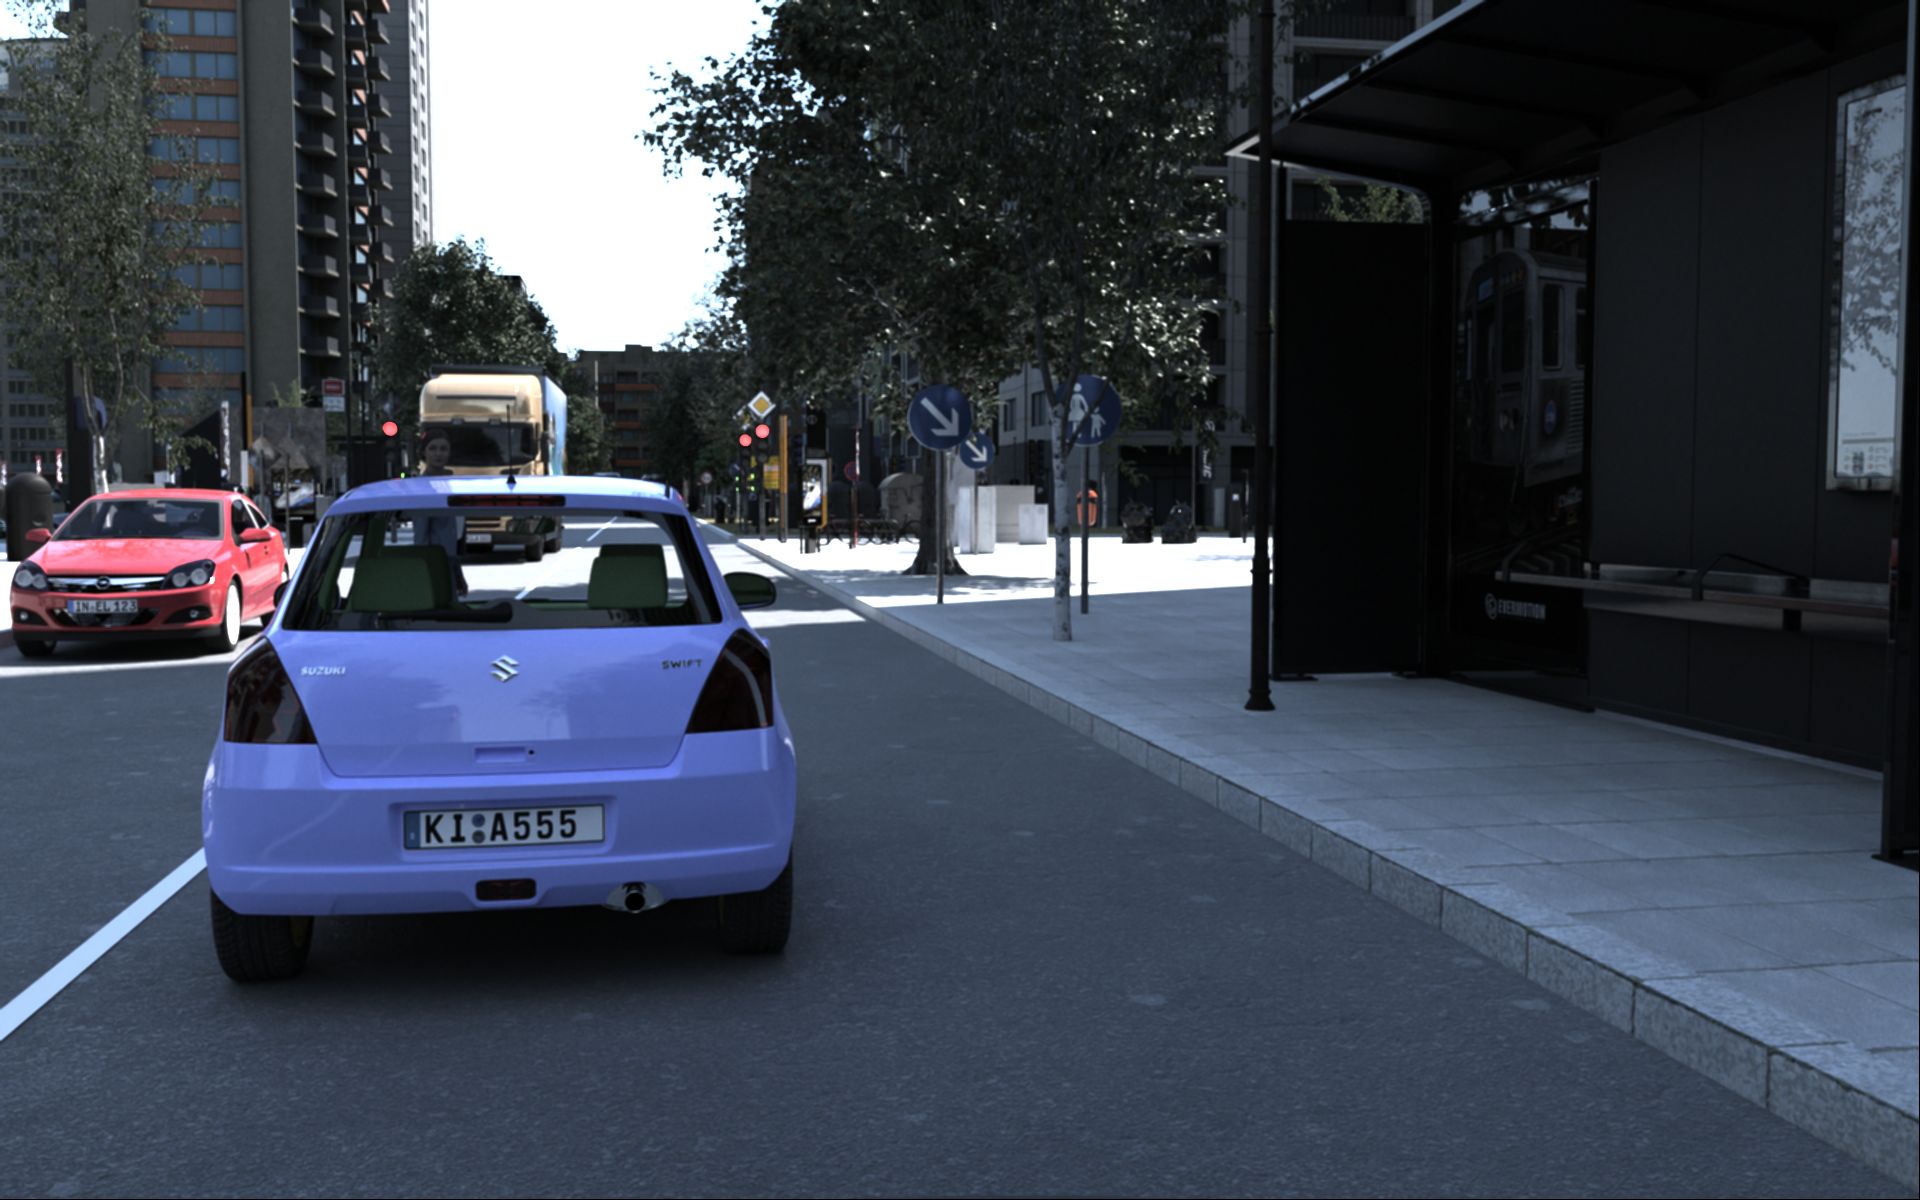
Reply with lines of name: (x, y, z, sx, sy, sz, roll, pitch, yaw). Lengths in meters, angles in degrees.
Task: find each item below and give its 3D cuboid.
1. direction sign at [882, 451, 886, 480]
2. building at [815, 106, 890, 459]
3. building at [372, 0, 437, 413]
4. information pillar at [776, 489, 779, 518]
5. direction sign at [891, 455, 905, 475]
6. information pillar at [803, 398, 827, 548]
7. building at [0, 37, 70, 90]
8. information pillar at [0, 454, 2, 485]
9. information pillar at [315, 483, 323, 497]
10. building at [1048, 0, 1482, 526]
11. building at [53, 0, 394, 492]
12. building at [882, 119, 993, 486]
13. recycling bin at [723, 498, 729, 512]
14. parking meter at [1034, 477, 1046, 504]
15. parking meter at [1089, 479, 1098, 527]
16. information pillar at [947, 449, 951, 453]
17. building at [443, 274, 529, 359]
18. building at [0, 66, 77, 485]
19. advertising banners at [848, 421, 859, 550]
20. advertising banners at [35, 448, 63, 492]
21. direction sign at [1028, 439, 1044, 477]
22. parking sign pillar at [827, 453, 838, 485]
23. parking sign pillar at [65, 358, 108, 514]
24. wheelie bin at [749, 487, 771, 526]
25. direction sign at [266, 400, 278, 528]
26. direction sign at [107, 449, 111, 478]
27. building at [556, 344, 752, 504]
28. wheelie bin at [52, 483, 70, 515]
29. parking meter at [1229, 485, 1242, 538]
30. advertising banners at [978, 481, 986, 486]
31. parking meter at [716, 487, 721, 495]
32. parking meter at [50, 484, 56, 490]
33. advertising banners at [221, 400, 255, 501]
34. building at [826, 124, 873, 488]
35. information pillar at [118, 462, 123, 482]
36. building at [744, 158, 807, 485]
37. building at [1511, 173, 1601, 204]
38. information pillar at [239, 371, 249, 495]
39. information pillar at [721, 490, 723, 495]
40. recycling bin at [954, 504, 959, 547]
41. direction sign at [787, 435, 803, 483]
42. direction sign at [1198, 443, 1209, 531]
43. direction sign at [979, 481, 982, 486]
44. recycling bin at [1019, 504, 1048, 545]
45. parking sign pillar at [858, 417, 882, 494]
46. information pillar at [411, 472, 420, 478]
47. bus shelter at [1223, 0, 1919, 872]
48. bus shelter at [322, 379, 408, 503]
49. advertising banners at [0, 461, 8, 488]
direction sign: (-4.047, -6.080, 91.408, 0.379, 3.537, 0.876, 0, 4, -8)
building: (-8.820, -30.769, 186.670, 14.154, 41.232, 14.086, -1, 4, -10)
building: (-63.979, -44.930, 172.851, 20.611, 71.187, 20.563, -1, 4, -10)
information pillar: (-9.683, -5.418, 93.069, 0.304, 2.012, 0.304, 3, 5, 41)
direction sign: (-3.620, -6.686, 101.315, 0.876, 3.537, 0.379, 1, 4, 16)
information pillar: (-3.443, -3.062, 41.421, 0.504, 3.616, 0.183, 0, 4, -2)
building: (-109.085, -41.616, 222.423, 28.212, 58.520, 21.231, -1, 4, -10)
information pillar: (-56.903, -6.806, 102.625, 0.504, 3.616, 0.183, 2, 4, 27)
information pillar: (-25.029, -3.859, 67.594, 0.304, 2.012, 0.304, 1, 4, 18)
building: (13.816, -39.167, 78.639, 20.611, 71.187, 20.563, -1, 4, -10)
building: (-57.201, -29.465, 136.369, 22.147, 44.769, 28.867, -1, 4, -10)
building: (4.352, -41.797, 121.635, 20.563, 71.187, 20.611, -1, 4, -10)
recycling bin: (-17.410, -7.014, 127.236, 0.722, 1.027, 0.722, 0, 4, 4)
parking meter: (2.703, -3.232, 58.555, 0.399, 1.863, 0.255, 0, 4, -4)
parking meter: (5.117, -3.757, 67.136, 0.399, 1.863, 0.255, 2, 4, 29)
information pillar: (-0.469, -4.829, 70.305, 0.183, 3.616, 0.504, -3, 4, -38)
building: (-63.899, -27.857, 227.161, 14.107, 30.474, 14.160, -1, 4, -10)
building: (-84.809, -28.858, 163.710, 23.993, 40.220, 32.217, -1, 4, -10)
advertising banners: (-2.481, -2.725, 40.748, 0.090, 3.025, 2.074, 0, 4, 2)
advertising banners: (-34.160, -4.207, 64.969, 0.090, 3.025, 2.074, 0, 4, 1)
direction sign: (3.169, -4.901, 72.135, 0.876, 3.537, 0.379, -3, 5, -41)
parking sign pillar: (-7.585, -6.898, 101.257, 1.447, 3.967, 1.447, 1, 4, 20)
parking sign pillar: (-17.589, -2.842, 34.935, 1.447, 3.967, 1.447, -1, 4, -12)
wheelie bin: (-8.046, -3.764, 69.452, 0.693, 1.594, 0.980, 2, 4, 32)
direction sign: (-16.703, -3.066, 42.129, 0.379, 3.537, 0.876, -3, 4, -38)
direction sign: (-42.780, -5.768, 86.309, 0.876, 3.537, 0.379, -1, 4, -22)
building: (-44.014, -24.066, 238.520, 28.899, 21.520, 27.650, -1, 4, -10)
wheelie bin: (-26.694, -2.678, 51.691, 0.693, 1.594, 0.980, 1, 4, 20)
parking meter: (8.017, -2.566, 50.371, 0.372, 1.533, 0.369, 0, 3, 0)
advertising banners: (1.670, -4.986, 77.716, 2.074, 3.025, 0.090, 0, 4, -4)
parking meter: (-14.795, -6.136, 106.039, 0.255, 1.863, 0.399, -1, 4, -16)
parking meter: (-50.905, -5.598, 97.240, 0.399, 1.863, 0.255, 0, 4, -5)
advertising banners: (-13.347, -2.191, 32.008, 0.090, 3.025, 2.074, -3, 4, -36)
building: (-0.995, -52.059, 163.838, 22.319, 86.520, 31.000, -1, 4, -10)
information pillar: (-59.082, -7.987, 121.948, 0.504, 3.616, 0.183, 2, 4, 32)
building: (-21.427, -35.714, 234.036, 14.200, 45.320, 14.600, -1, 4, -10)
building: (45.225, -33.360, 87.442, 28.212, 58.520, 21.231, -1, 4, -10)
information pillar: (-13.736, -2.563, 33.257, 0.183, 3.616, 0.504, -2, 4, -28)
information pillar: (-17.662, -8.365, 128.123, 0.183, 3.616, 0.504, 1, 4, 20)
recycling bin: (0.136, -1.820, 42.310, 0.722, 1.027, 0.722, 2, 4, 25)
direction sign: (-6.453, -4.546, 66.331, 0.876, 3.537, 0.379, 0, 4, 7)
direction sign: (8.420, -4.141, 59.707, 0.379, 3.537, 0.876, 3, 4, 37)
direction sign: (0.486, -3.001, 41.071, 0.379, 3.537, 0.876, 0, 4, 5)
recycling bin: (1.862, -1.914, 43.853, 0.722, 1.027, 0.722, 0, 4, 3)
parking sign pillar: (-3.081, -4.298, 58.746, 1.447, 3.967, 1.447, -1, 4, -22)
information pillar: (-18.066, -3.260, 57.801, 0.304, 2.012, 0.304, 2, 4, 35)
bus shelter: (3.175, -1.081, 8.955, 1.731, 3.624, 6.357, -1, 4, -10)
bus shelter: (-21.660, -5.242, 63.345, 2.179, 5.291, 8.768, -1, 4, -10)
advertising banners: (-50.114, -5.724, 89.779, 2.074, 3.025, 0.090, 1, 4, 16)
